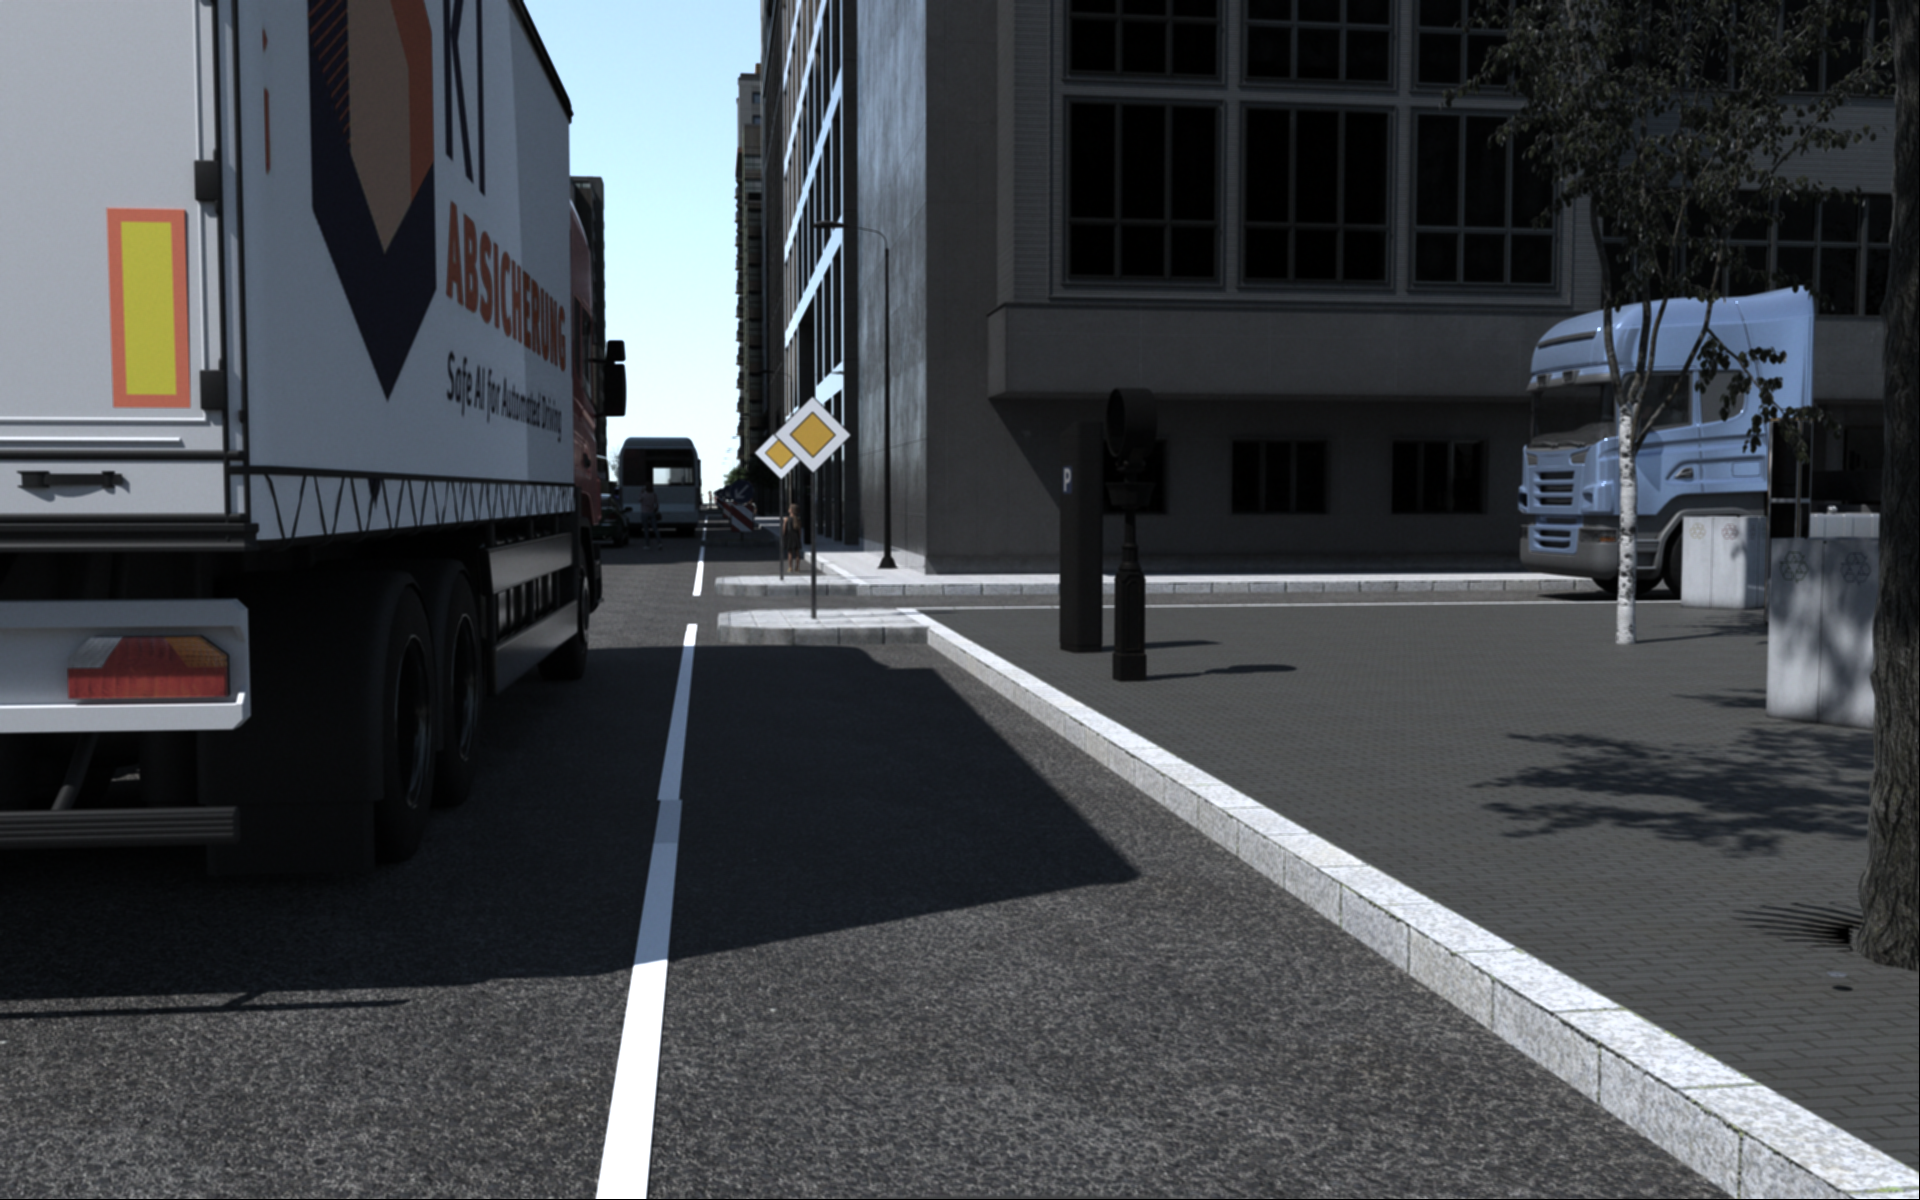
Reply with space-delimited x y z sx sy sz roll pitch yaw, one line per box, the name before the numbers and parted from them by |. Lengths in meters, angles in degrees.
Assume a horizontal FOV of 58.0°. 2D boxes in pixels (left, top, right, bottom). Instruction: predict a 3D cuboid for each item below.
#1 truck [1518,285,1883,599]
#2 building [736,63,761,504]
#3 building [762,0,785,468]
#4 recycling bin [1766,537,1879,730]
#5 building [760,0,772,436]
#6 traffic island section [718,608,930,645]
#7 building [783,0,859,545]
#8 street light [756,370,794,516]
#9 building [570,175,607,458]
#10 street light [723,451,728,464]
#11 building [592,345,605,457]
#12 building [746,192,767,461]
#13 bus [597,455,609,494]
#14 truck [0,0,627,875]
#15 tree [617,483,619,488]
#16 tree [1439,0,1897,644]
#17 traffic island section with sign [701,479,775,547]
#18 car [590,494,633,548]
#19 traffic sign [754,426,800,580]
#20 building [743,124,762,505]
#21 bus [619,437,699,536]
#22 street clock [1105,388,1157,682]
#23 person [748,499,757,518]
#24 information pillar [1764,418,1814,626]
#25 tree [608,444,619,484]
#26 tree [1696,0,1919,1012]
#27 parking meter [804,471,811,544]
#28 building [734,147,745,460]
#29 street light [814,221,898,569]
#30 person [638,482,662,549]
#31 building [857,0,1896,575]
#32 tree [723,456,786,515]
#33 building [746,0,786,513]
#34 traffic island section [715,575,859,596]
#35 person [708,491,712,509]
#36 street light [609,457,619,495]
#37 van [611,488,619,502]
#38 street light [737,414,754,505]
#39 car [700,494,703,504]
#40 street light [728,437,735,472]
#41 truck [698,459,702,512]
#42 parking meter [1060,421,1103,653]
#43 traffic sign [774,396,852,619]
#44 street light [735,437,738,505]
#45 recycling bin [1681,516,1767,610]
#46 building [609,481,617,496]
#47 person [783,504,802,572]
truck | 16.511 -2.092 23.968 18.799 4.110 2.967 0 4 -6
building | -20.756 -43.006 245.148 21.231 58.520 28.212 -1 4 -8
building | -2.617 -18.101 89.459 14.314 27.812 24.014 -1 4 -8
recycling bin | 5.110 0.167 9.817 0.722 1.027 0.722 -2 4 -30
building | -3.177 -34.227 148.845 28.713 52.752 27.495 -1 4 -8
traffic island section | -1.487 0.270 17.869 2.009 0.180 2.903 -1 4 -8
building | 4.150 -15.696 61.146 19.350 26.468 34.151 -1 4 -8
street light | -6.835 -5.653 64.962 1.470 5.913 1.316 -1 4 -8
building | -51.706 -32.561 215.961 14.154 41.232 14.086 -1 4 -8
street light | -24.547 -13.114 186.948 1.470 5.913 1.316 -1 4 -8
building | -54.748 -21.328 193.758 27.650 21.520 28.899 -1 4 -8
building | -13.720 -24.299 168.984 14.160 30.474 14.107 -1 4 -8
bus | -20.678 -6.216 93.182 2.896 3.916 12.252 0 4 -7
truck | -3.675 -1.281 9.859 2.839 4.237 11.283 0 4 -7
tree | -49.755 -15.689 251.115 1.663 3.219 1.824 0 3 0
tree | 5.743 -3.916 14.391 4.360 8.622 3.978 0 3 0
traffic island section with sign | -6.143 -2.397 47.814 1.989 1.847 2.006 -1 4 -8
car | -10.135 -2.199 47.752 2.131 1.459 4.920 0 4 -8
traffic sign | -2.652 -1.349 25.692 0.795 2.450 0.064 -1 4 -8
building | -17.293 -31.290 195.187 14.154 41.232 14.086 -1 4 -8
bus | -10.895 -4.137 62.496 2.948 3.499 13.247 -1 4 -10
street clock | 1.168 -0.448 11.889 0.358 2.002 0.471 -1 4 -12
person | -8.657 -3.612 72.238 0.352 1.250 0.332 -1 4 -22
information pillar | 8.044 -0.754 16.814 0.304 2.012 0.304 -3 5 -44
tree | -50.314 -18.725 256.522 4.360 8.622 3.978 0 3 0
tree | 2.748 -4.823 4.612 9.928 11.665 9.643 0 3 0
parking meter | -3.846 -2.355 44.219 0.255 1.863 0.399 -1 4 -11
building | -16.929 -34.400 217.070 22.147 44.769 28.867 -1 4 -8
street light | -1.787 -3.494 29.672 1.470 5.913 1.316 -1 4 -8
person | -7.965 -2.181 44.743 0.593 1.750 0.643 -2 4 -31
building | 13.440 -13.153 34.124 30.058 24.678 14.314 -1 4 -8
tree | -11.853 -7.664 109.016 4.285 4.588 4.351 0 3 0
building | -4.996 -41.911 123.493 20.563 71.187 20.611 -1 4 -8
traffic island section | -2.629 -0.214 25.773 2.009 0.180 2.903 -1 4 -8
person | -23.958 -9.639 166.815 0.721 1.743 1.217 0 4 -3
street light | -43.516 -14.979 217.447 1.470 5.913 1.316 -1 4 -8
van | -30.828 -9.469 159.198 2.240 2.365 5.245 0 4 -7
street light | -11.963 -7.810 100.240 1.470 5.913 1.316 -1 4 -8
car | -37.148 -14.323 242.845 2.281 1.827 5.304 0 4 -7
street light | -17.848 -10.287 140.725 1.470 5.913 1.316 -1 4 -8
truck | -22.915 -9.510 144.399 2.839 4.237 11.283 -1 4 -9
parking meter | 0.987 -0.515 14.128 0.255 1.863 0.399 -1 4 -17
traffic sign | -1.509 -0.865 17.789 0.795 2.450 0.064 -1 4 -8
street light | -12.756 -8.129 105.442 1.470 5.913 1.316 -1 4 -8
recycling bin | 8.643 -0.429 19.566 0.722 1.027 0.722 3 5 45
building | -63.226 -33.173 234.257 32.217 40.220 23.993 -1 4 -8
person | -3.091 -1.138 31.781 0.362 1.253 0.373 -1 4 -22
